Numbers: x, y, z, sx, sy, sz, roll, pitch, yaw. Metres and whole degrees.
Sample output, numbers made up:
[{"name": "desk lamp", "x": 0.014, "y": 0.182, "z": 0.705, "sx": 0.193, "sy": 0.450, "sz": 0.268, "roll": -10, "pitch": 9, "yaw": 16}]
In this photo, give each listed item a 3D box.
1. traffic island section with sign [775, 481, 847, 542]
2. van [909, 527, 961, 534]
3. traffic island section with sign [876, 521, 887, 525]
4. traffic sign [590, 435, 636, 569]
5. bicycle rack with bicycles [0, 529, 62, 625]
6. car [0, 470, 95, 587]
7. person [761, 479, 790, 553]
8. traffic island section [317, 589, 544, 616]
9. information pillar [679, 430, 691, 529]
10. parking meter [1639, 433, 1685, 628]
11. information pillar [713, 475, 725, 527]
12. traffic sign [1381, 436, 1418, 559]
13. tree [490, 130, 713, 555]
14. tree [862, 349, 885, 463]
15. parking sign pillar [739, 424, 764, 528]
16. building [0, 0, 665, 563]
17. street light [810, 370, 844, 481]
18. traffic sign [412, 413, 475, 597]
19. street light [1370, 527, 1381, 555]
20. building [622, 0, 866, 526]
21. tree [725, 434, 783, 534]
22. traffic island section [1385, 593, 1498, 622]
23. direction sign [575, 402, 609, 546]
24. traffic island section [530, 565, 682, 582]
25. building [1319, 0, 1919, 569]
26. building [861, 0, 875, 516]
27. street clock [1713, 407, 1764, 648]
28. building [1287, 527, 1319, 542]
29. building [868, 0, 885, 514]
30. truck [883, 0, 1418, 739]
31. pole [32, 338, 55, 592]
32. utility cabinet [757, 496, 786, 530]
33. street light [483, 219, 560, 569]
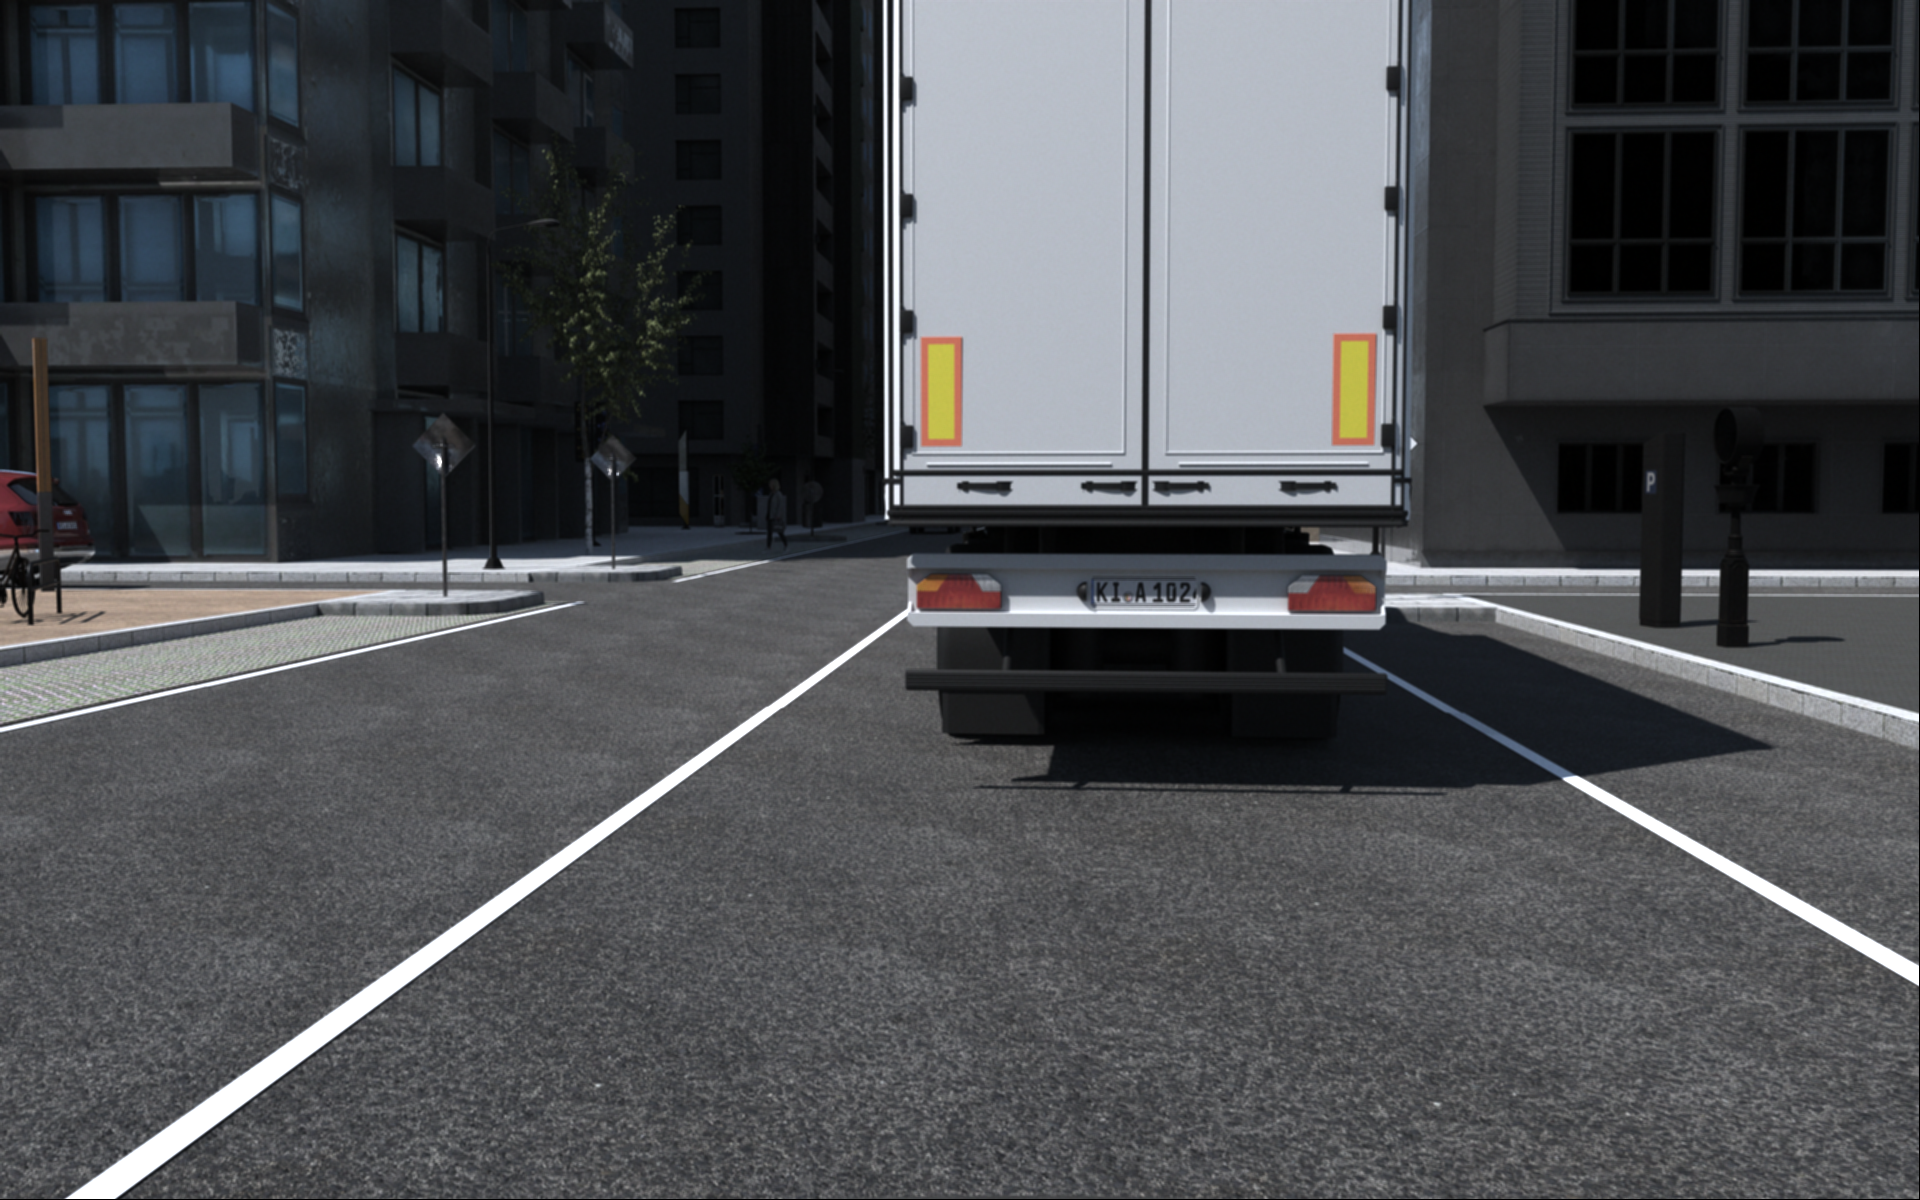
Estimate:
[{"name": "traffic island section with sign", "x": -4.483, "y": -2.682, "z": 52.473, "sx": 1.989, "sy": 1.847, "sz": 2.006, "roll": 0, "pitch": 4, "yaw": 4}, {"name": "van", "x": -0.899, "y": -3.481, "z": 63.924, "sx": 2.013, "sy": 2.044, "sz": 4.112, "roll": 0, "pitch": 4, "yaw": 5}, {"name": "traffic island section with sign", "x": -2.769, "y": -4.327, "z": 79.374, "sx": 1.989, "sy": 1.847, "sz": 2.006, "roll": 0, "pitch": 4, "yaw": 4}, {"name": "traffic sign", "x": -5.919, "y": -1.585, "z": 29.551, "sx": 0.795, "sy": 2.450, "sz": 0.064, "roll": 0, "pitch": 4, "yaw": 4}, {"name": "bicycle rack with bicycles", "x": -10.306, "y": -0.240, "z": 17.300, "sx": 2.852, "sy": 0.926, "sz": 2.925, "roll": -1, "pitch": 4, "yaw": -18}, {"name": "car", "x": -15.744, "y": -1.043, "z": 25.721, "sx": 5.304, "sy": 1.827, "sz": 2.281, "roll": 0, "pitch": 4, "yaw": 2}, {"name": "person", "x": -4.387, "y": -2.010, "z": 41.550, "sx": 0.728, "sy": 1.800, "sz": 0.709, "roll": -3, "pitch": 4, "yaw": -36}, {"name": "traffic island section", "x": -6.453, "y": 0.039, "z": 21.645, "sx": 2.009, "sy": 0.180, "sz": 2.903, "roll": 0, "pitch": 4, "yaw": 4}, {"name": "information pillar", "x": -10.050, "y": -4.387, "z": 63.082, "sx": 0.504, "sy": 3.616, "sz": 0.183, "roll": 3, "pitch": 5, "yaw": 45}, {"name": "parking meter", "x": 6.778, "y": -0.674, "z": 16.733, "sx": 0.255, "sy": 1.863, "sz": 0.399, "roll": 0, "pitch": 4, "yaw": -5}, {"name": "information pillar", "x": -9.262, "y": -3.796, "z": 66.561, "sx": 0.304, "sy": 2.012, "sz": 0.304, "roll": 2, "pitch": 4, "yaw": 25}, {"name": "traffic sign", "x": 5.091, "y": -1.051, "z": 20.827, "sx": 0.795, "sy": 2.450, "sz": 0.064, "roll": 0, "pitch": 4, "yaw": 4}, {"name": "tree", "x": -7.515, "y": -5.237, "z": 35.985, "sx": 4.737, "sy": 8.622, "sz": 4.395, "roll": 0, "pitch": 3, "yaw": 0}, {"name": "tree", "x": -5.113, "y": -8.284, "z": 85.800, "sx": 4.360, "sy": 8.622, "sz": 3.978, "roll": 0, "pitch": 3, "yaw": 0}, {"name": "parking sign pillar", "x": -7.774, "y": -4.766, "z": 66.400, "sx": 1.447, "sy": 3.967, "sz": 1.447, "roll": -1, "pitch": 4, "yaw": -10}, {"name": "building", "x": -21.411, "y": -25.958, "z": 44.027, "sx": 23.786, "sy": 49.044, "sz": 30.456, "roll": 0, "pitch": 4, "yaw": 4}, {"name": "street light", "x": -5.054, "y": -5.657, "z": 65.034, "sx": 1.470, "sy": 5.913, "sz": 1.316, "roll": 0, "pitch": 4, "yaw": 4}, {"name": "traffic sign", "x": -6.429, "y": -1.097, "z": 21.582, "sx": 0.795, "sy": 2.450, "sz": 0.064, "roll": 0, "pitch": 4, "yaw": 4}, {"name": "street light", "x": 7.290, "y": -3.668, "z": 32.511, "sx": 1.470, "sy": 5.913, "sz": 1.316, "roll": 0, "pitch": 4, "yaw": 4}, {"name": "building", "x": -11.906, "y": -18.506, "z": 74.275, "sx": 14.160, "sy": 30.474, "sz": 14.107, "roll": 0, "pitch": 4, "yaw": 4}, {"name": "tree", "x": -6.826, "y": -3.735, "z": 55.661, "sx": 1.663, "sy": 3.219, "sz": 1.824, "roll": 0, "pitch": 3, "yaw": 0}, {"name": "traffic island section", "x": 5.115, "y": 0.084, "z": 20.903, "sx": 2.009, "sy": 0.180, "sz": 2.903, "roll": 0, "pitch": 4, "yaw": 4}, {"name": "direction sign", "x": -9.057, "y": -3.101, "z": 42.699, "sx": 0.876, "sy": 3.537, "sz": 0.379, "roll": -2, "pitch": 4, "yaw": -35}, {"name": "traffic island section", "x": -5.943, "y": -0.449, "z": 29.614, "sx": 2.009, "sy": 0.180, "sz": 2.903, "roll": 0, "pitch": 4, "yaw": 4}, {"name": "building", "x": 23.227, "y": -13.129, "z": 33.731, "sx": 30.058, "sy": 24.678, "sz": 14.314, "roll": 0, "pitch": 4, "yaw": 4}, {"name": "building", "x": -12.444, "y": -27.272, "z": 96.013, "sx": 14.600, "sy": 45.320, "sz": 14.200, "roll": 0, "pitch": 4, "yaw": 4}, {"name": "street clock", "x": 6.495, "y": -0.608, "z": 14.505, "sx": 0.358, "sy": 2.002, "sz": 0.471, "roll": 0, "pitch": 3, "yaw": 0}, {"name": "building", "x": 19.712, "y": -15.753, "z": 62.081, "sx": 19.350, "sy": 26.468, "sz": 34.151, "roll": 0, "pitch": 4, "yaw": 4}, {"name": "building", "x": -10.486, "y": -26.188, "z": 111.771, "sx": 14.154, "sy": 41.232, "sz": 14.086, "roll": 0, "pitch": 4, "yaw": 4}, {"name": "truck", "x": 1.349, "y": -1.504, "z": 13.510, "sx": 2.839, "sy": 4.237, "sz": 11.283, "roll": 0, "pitch": 4, "yaw": 5}, {"name": "pole", "x": -12.050, "y": -1.769, "z": 22.772, "sx": 0.158, "sy": 3.312, "sz": 0.155, "roll": 0, "pitch": 3, "yaw": 0}, {"name": "utility cabinet", "x": -6.759, "y": -3.118, "z": 62.136, "sx": 1.020, "sy": 1.237, "sz": 0.306, "roll": 0, "pitch": 4, "yaw": 0}, {"name": "street light", "x": -7.450, "y": -3.482, "z": 29.466, "sx": 1.470, "sy": 5.913, "sz": 1.316, "roll": 0, "pitch": 4, "yaw": 4}]
